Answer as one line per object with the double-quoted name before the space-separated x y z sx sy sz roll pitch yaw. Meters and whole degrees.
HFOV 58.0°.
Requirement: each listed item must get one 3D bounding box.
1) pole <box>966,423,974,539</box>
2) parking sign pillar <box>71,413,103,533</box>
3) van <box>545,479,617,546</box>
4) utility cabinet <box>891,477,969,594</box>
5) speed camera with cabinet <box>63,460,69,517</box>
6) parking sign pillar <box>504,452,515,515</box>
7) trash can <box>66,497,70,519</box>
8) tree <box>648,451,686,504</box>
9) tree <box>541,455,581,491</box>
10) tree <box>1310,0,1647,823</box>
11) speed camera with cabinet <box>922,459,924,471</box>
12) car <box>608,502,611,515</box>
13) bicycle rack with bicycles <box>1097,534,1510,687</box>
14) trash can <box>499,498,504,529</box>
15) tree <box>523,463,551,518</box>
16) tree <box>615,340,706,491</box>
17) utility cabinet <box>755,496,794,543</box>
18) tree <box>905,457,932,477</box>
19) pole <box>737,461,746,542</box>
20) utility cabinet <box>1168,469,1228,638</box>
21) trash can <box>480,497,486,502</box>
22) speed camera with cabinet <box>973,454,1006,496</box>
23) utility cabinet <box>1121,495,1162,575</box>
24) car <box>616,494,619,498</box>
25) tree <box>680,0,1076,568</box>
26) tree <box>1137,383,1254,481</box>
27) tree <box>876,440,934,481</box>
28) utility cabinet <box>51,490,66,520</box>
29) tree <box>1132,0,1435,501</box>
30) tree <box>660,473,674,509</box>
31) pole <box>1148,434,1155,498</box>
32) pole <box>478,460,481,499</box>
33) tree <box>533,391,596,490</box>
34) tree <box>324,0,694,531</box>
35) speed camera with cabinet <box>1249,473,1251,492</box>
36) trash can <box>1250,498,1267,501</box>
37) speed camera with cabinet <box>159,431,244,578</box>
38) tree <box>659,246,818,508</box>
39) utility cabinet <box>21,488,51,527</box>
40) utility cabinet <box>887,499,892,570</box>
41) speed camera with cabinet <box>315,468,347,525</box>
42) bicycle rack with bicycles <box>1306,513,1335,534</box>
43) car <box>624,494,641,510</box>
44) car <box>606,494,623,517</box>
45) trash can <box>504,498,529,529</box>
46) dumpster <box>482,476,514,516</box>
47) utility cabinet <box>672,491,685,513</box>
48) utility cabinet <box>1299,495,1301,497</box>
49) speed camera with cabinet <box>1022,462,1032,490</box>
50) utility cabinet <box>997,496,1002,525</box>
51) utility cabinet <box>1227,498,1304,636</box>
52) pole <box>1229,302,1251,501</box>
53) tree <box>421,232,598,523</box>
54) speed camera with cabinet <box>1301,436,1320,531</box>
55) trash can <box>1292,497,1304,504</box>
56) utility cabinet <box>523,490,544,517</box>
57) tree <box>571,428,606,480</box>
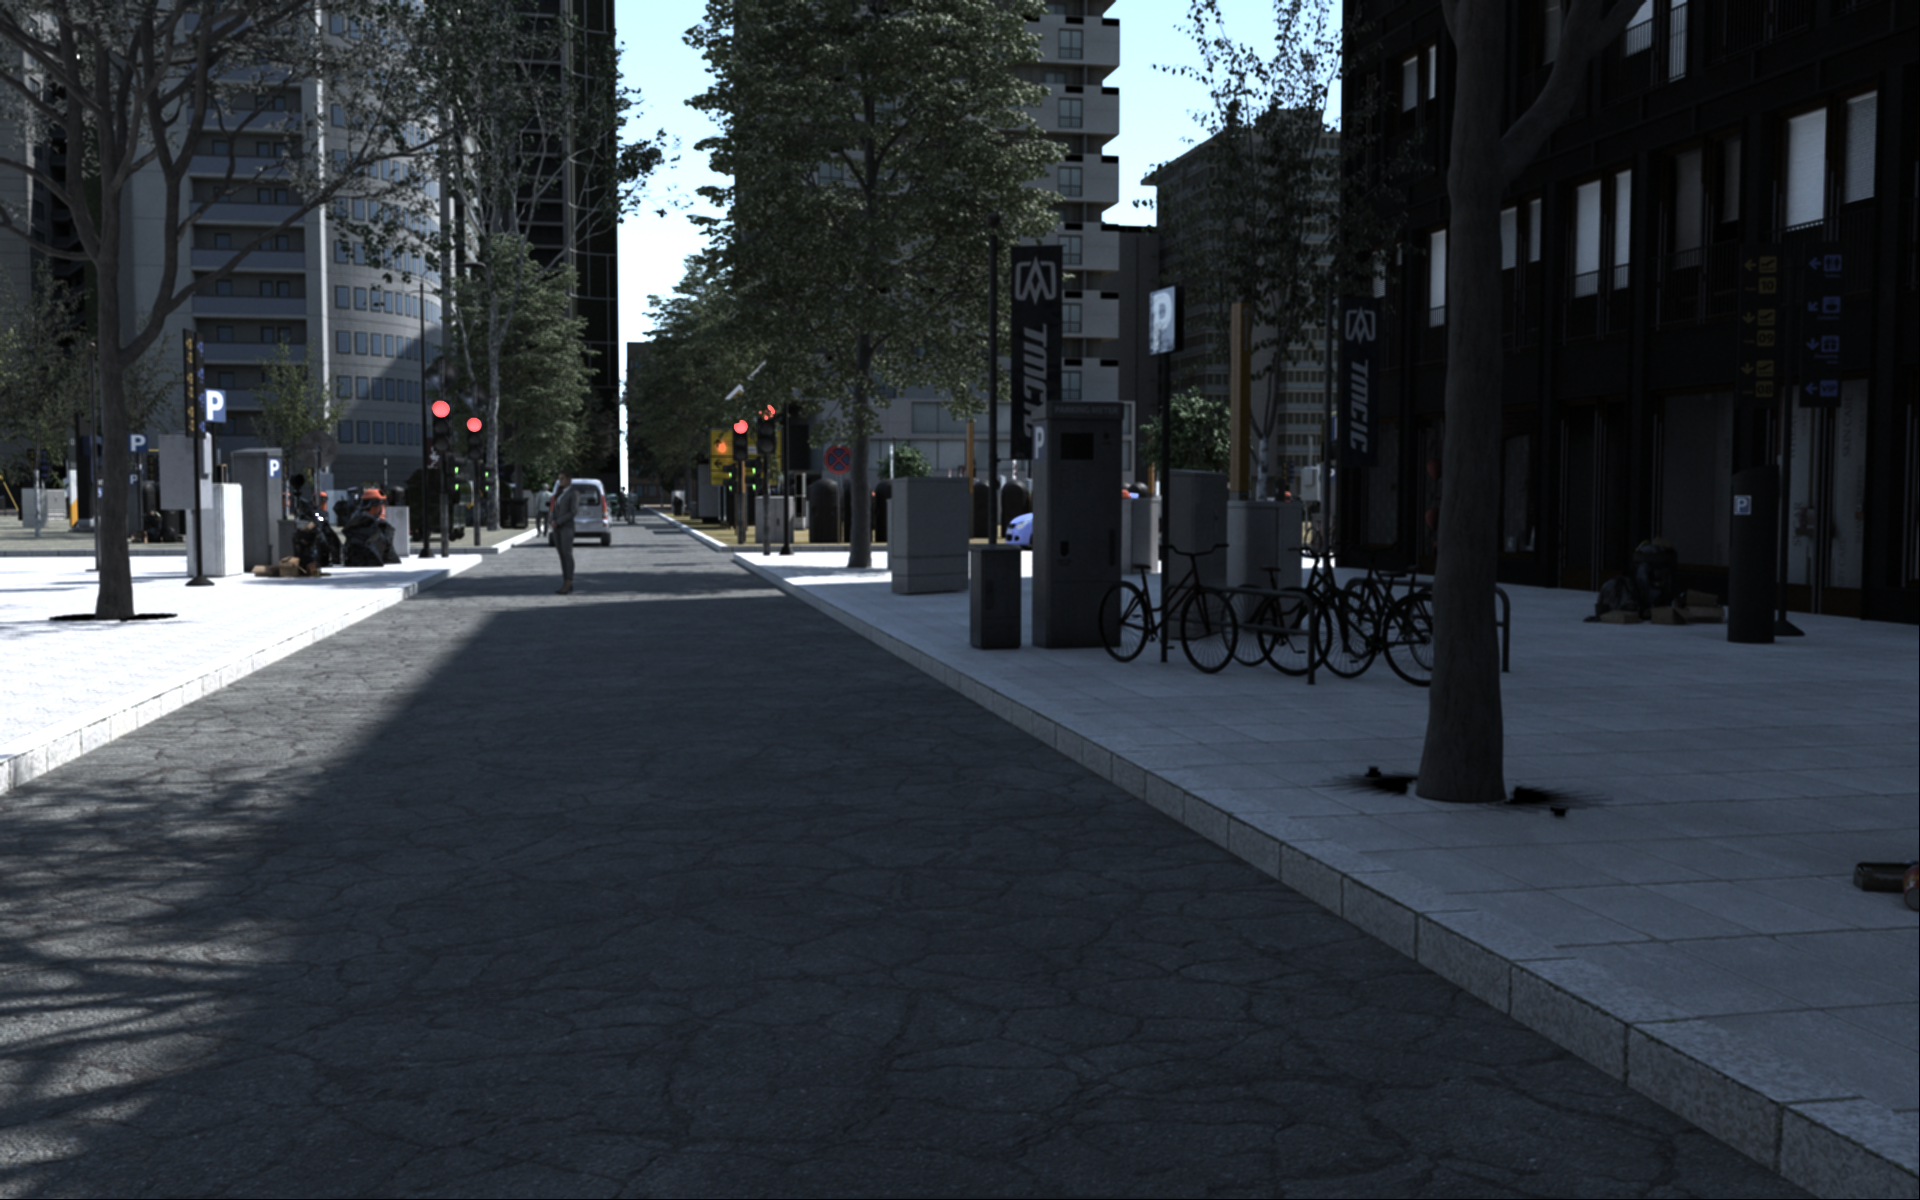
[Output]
"pole" 0.280 -3.402 49.458 0.158 3.312 0.155 0 3 0
"parking sign pillar" -29.085 -4.259 58.112 1.447 3.967 1.447 0 4 3
"van" -10.708 -2.561 48.891 2.013 2.044 4.112 -1 4 -10
"utility cabinet" -0.386 -0.842 22.451 0.318 1.500 1.173 3 5 42
"speed camera with cabinet" -50.965 -6.363 98.373 0.660 3.252 2.038 1 4 10
"parking sign pillar" -28.089 -7.232 106.718 1.447 3.967 1.447 -1 4 -18
"trash can" -46.635 -4.802 90.169 0.748 1.137 0.748 0 3 0
"tree" -29.728 -13.680 174.025 4.360 8.622 3.978 0 3 0
"tree" -30.798 -9.117 132.771 4.285 4.588 4.351 0 3 0
"tree" 2.252 -5.913 7.043 12.009 13.543 11.850 0 3 0
"speed camera with cabinet" -2.796 -6.354 98.228 2.038 3.252 0.660 2 4 26
"car" -18.176 -4.502 85.606 2.014 1.417 4.499 -1 4 -13
"bicycle rack with bicycles" 2.701 0.046 12.631 2.852 0.926 2.925 -2 4 -26
"trash can" -16.820 -3.226 64.403 0.748 1.137 0.748 0 3 0
"tree" -22.480 -5.960 92.055 1.663 3.219 1.824 0 3 0
"tree" -22.263 -14.046 136.306 9.857 13.997 8.962 0 3 0
"utility cabinet" -4.876 -2.098 45.459 1.020 1.237 0.306 2 4 24
"tree" -2.214 -5.939 91.697 1.663 3.219 1.824 0 3 0
"pole" -5.843 -3.207 46.277 0.158 3.312 0.155 0 3 0
"utility cabinet" 2.147 -0.428 15.683 0.318 1.500 1.173 1 4 23
"trash can" -21.652 -4.101 78.712 0.748 1.137 0.748 0 3 0
"speed camera with cabinet" 1.252 -5.613 86.104 2.038 3.252 0.660 2 4 28
"utility cabinet" 2.870 -1.030 27.999 0.306 1.237 1.020 2 4 31
"car" -35.390 -10.030 175.789 2.131 1.459 4.920 -1 4 -10
"tree" -1.452 -6.862 30.314 7.486 12.596 7.792 0 3 0
"tree" 6.977 -4.125 51.161 4.285 4.588 4.351 0 3 0
"tree" -3.246 -7.325 103.485 4.285 4.588 4.351 0 3 0
"utility cabinet" -44.621 -4.680 85.198 0.318 1.500 1.173 2 4 30
"tree" 4.157 -4.460 23.290 4.360 8.622 3.978 0 3 0
"tree" -24.535 -9.365 147.715 1.663 3.219 1.824 0 3 0
"pole" 5.965 -3.681 54.033 0.158 3.312 0.155 0 3 0
"pole" -26.388 -6.183 94.929 0.158 3.312 0.155 0 3 0
"tree" -26.900 -10.157 116.431 4.737 8.622 4.395 0 3 0
"tree" -15.875 -12.566 61.346 12.611 20.169 13.585 0 3 0
"speed camera with cabinet" 11.743 -4.737 71.781 0.660 3.252 2.038 1 4 9
"trash can" 9.847 -2.817 57.715 0.748 1.137 0.748 0 3 0
"speed camera with cabinet" -11.571 -1.962 26.413 0.660 3.252 2.038 0 4 -5
"tree" -5.748 -6.075 49.688 4.737 8.622 4.395 0 3 0
"utility cabinet" -35.476 -3.532 66.432 1.173 1.500 0.318 2 4 30
"utility cabinet" -0.778 -1.132 29.667 1.020 1.237 0.306 -3 5 -41
"speed camera with cabinet" -26.567 -4.822 73.169 0.660 3.252 2.038 -3 5 -43
"bicycle rack with bicycles" 8.425 -1.265 34.068 2.852 0.926 2.925 -1 4 -14
"car" -30.269 -9.174 158.791 1.959 1.807 4.718 -1 4 -11
"car" -22.263 -5.961 109.267 2.131 1.459 4.920 -1 4 -13
"trash can" -16.117 -3.162 63.345 0.748 1.137 0.748 0 3 0
"dumpster" -22.629 -5.019 84.550 1.502 2.255 1.985 -1 4 -11
"utility cabinet" -18.852 -6.554 115.830 0.318 1.500 1.173 1 4 23
"utility cabinet" 20.465 -5.668 103.833 0.306 1.237 1.020 1 4 12
"speed camera with cabinet" 4.619 -6.806 105.610 0.660 3.252 2.038 -2 4 -34
"utility cabinet" 1.910 -3.748 72.440 0.306 1.237 1.020 -2 4 -31
"utility cabinet" 2.791 -0.303 16.120 0.306 1.237 1.020 -1 4 -23
"pole" 3.000 -1.513 18.574 0.158 3.312 0.155 0 3 0
"tree" -19.567 -9.653 75.960 7.486 12.596 7.792 0 3 0
"speed camera with cabinet" 12.633 -3.955 58.998 2.038 3.252 0.660 3 5 43
"trash can" 19.036 -5.252 97.529 0.748 1.137 0.748 0 3 0
"utility cabinet" -23.230 -5.248 94.477 1.173 1.500 0.318 -1 4 -10
"tree" -39.350 -14.085 180.651 4.360 8.622 3.978 0 3 0
